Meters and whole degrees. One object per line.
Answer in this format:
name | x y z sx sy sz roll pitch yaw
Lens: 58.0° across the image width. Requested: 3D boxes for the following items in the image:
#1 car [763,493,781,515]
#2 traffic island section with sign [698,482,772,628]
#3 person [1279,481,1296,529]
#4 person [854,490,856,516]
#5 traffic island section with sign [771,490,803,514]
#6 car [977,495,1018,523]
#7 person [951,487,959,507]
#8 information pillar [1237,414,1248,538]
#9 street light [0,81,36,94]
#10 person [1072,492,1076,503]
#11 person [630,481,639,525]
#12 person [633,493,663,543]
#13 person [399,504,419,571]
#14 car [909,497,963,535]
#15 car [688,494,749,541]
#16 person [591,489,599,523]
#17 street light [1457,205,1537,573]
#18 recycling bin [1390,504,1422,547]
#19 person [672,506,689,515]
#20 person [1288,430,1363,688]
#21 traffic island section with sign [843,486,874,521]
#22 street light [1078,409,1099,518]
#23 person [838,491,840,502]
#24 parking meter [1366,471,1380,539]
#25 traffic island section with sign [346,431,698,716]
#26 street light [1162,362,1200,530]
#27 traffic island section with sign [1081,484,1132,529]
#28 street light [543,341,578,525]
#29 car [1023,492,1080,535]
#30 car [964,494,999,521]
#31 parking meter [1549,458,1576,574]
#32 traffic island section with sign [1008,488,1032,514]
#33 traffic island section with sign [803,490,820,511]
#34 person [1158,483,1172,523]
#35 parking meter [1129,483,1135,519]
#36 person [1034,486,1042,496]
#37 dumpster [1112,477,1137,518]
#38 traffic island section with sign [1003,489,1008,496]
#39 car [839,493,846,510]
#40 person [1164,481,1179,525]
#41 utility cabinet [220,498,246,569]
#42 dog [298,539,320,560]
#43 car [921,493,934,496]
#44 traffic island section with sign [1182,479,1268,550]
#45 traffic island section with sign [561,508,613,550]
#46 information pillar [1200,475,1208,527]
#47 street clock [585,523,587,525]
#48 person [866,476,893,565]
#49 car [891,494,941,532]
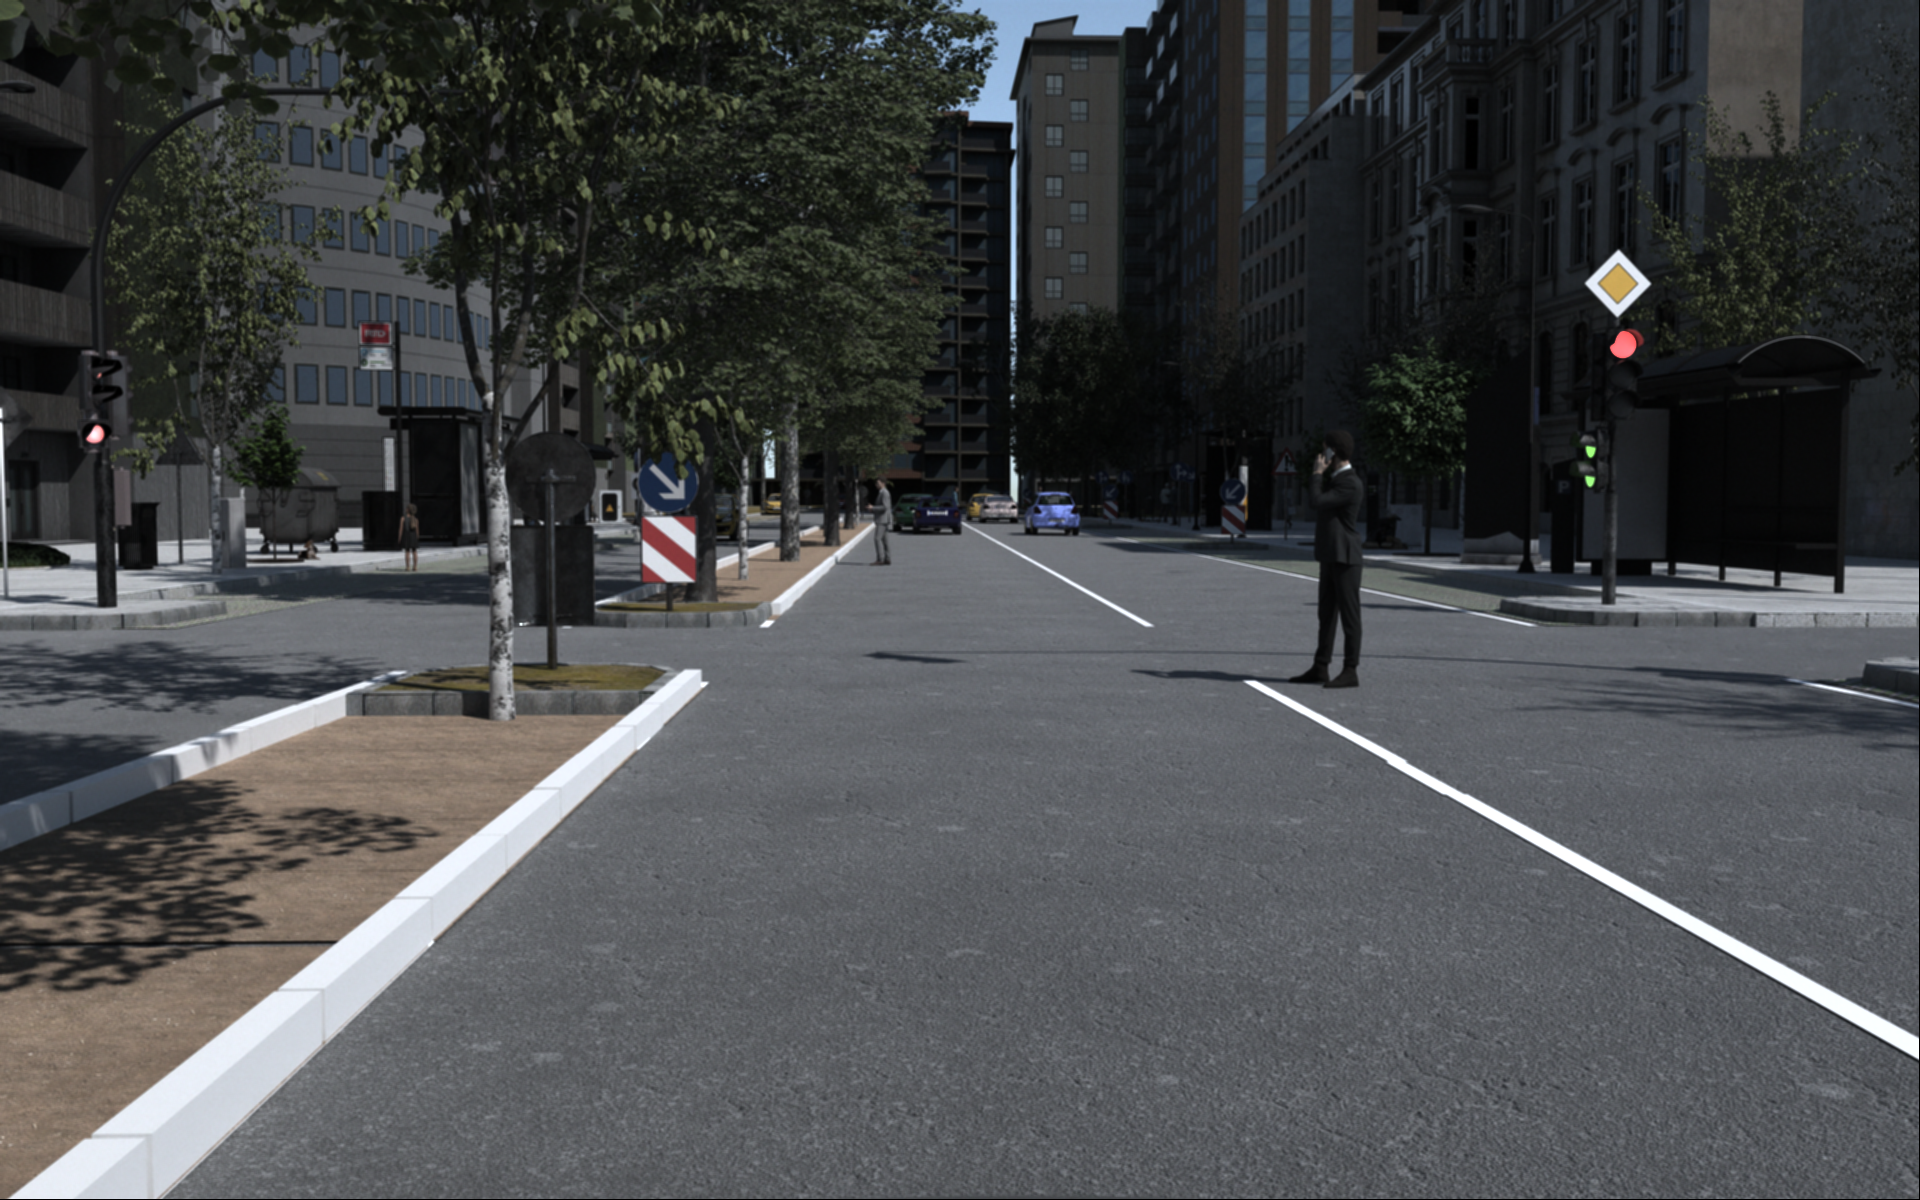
car | -12.448 -6.638 118.760 2.015 1.641 3.980 0 4 -3
traffic island section with sign | -3.182 -0.693 19.467 2.006 1.907 1.989 0 4 -2
person | 12.113 -3.518 63.920 0.624 1.780 0.694 -2 4 -26
person | -6.543 -6.214 110.892 0.721 1.735 1.217 0 4 3
traffic island section with sign | -12.303 -6.922 121.809 1.989 1.847 2.006 0 4 -2
car | 1.909 -4.532 86.460 2.083 1.381 4.827 0 4 -1
person | -0.292 -4.547 83.180 0.444 1.785 0.601 -1 4 -15
information pillar | 8.362 -3.655 51.122 0.183 3.616 0.504 2 4 30
street light | -11.093 -2.880 19.622 1.470 5.913 1.316 0 4 -2
person | 11.505 -10.062 174.477 0.415 1.643 0.593 -1 4 -9
person | -13.172 -3.994 71.118 0.755 1.850 0.659 0 4 -6
person | -6.223 -1.595 34.939 0.694 1.780 0.624 0 4 7
person | -10.190 -1.153 32.013 0.362 1.253 0.373 -2 4 -32
car | -0.848 -3.047 62.392 1.945 1.354 3.894 0 4 -2
car | -7.610 -2.665 53.798 2.015 1.641 3.980 0 4 0
person | -16.567 -4.402 78.135 0.853 1.813 0.709 -1 4 -22
street light | 8.691 -3.394 28.036 1.470 5.913 1.316 0 4 -2
recycling bin | 10.880 -1.818 42.281 0.722 1.027 0.722 1 4 10
person | -6.661 -1.976 41.235 0.576 1.772 0.534 1 4 17
person | 2.750 -0.306 12.870 0.474 1.900 0.648 0 4 -2
traffic island section with sign | -5.365 -5.287 94.574 2.006 1.907 1.989 0 4 -2
street light | 6.881 -7.457 94.455 1.470 5.913 1.316 0 4 -2
person | -7.525 -6.009 107.272 0.721 1.766 1.217 0 4 1
parking meter | 10.308 -2.295 43.233 0.255 1.863 0.399 1 4 22
traffic island section with sign | -2.977 -0.240 12.063 2.006 1.907 1.989 0 4 -2
street light | 7.821 -5.419 61.135 1.470 5.913 1.316 0 4 -2
traffic island section with sign | 6.056 -3.871 71.911 1.989 1.847 2.006 0 4 -2
street light | -12.022 -4.882 52.360 1.470 5.913 1.316 0 4 -2
car | 3.238 -3.177 61.533 1.945 1.707 3.694 0 4 -3
car | 1.224 -5.106 93.707 2.015 1.641 3.980 0 4 -2
parking meter | 9.751 -1.367 28.055 0.399 1.863 0.255 1 4 17
traffic island section with sign | 4.610 -6.924 121.829 1.989 1.847 2.006 0 4 -2
traffic island section with sign | -13.125 -8.626 149.655 1.989 1.847 2.006 0 4 -2
person | 9.219 -4.310 76.999 0.782 1.767 0.515 3 4 36
parking meter | 8.909 -5.142 89.786 0.255 1.863 0.399 0 4 3
person | 3.705 -4.442 81.312 0.419 1.800 0.721 3 5 42
dumpster | 8.994 -5.638 94.669 1.502 2.255 1.985 0 4 -2
traffic island section with sign | 3.841 -8.572 148.773 1.989 1.847 2.006 0 4 -2
car | -9.827 -8.097 141.421 2.155 1.783 4.494 0 4 -3
person | 8.762 -3.999 71.604 0.590 1.801 0.661 -2 4 -24
utility cabinet | -12.779 -1.167 30.245 0.306 1.237 1.020 -3 4 -39
dog | -12.804 -1.005 34.160 0.550 0.427 0.748 0 4 -3
car | -2.761 -7.832 137.087 2.155 1.783 4.494 0 4 -1
traffic island section with sign | 6.840 -2.223 44.967 1.989 1.847 2.006 0 4 -2
traffic island section with sign | -10.087 -2.223 44.971 1.989 1.847 2.006 0 4 -2
information pillar | 9.611 -3.894 68.161 0.304 2.012 0.304 1 4 13
street clock | -15.673 -4.127 72.054 0.358 2.002 0.471 1 4 10
person | -1.650 -1.605 34.934 0.583 1.804 0.606 -1 4 -11
car | -1.639 -3.367 66.843 2.131 1.459 4.920 0 4 0
